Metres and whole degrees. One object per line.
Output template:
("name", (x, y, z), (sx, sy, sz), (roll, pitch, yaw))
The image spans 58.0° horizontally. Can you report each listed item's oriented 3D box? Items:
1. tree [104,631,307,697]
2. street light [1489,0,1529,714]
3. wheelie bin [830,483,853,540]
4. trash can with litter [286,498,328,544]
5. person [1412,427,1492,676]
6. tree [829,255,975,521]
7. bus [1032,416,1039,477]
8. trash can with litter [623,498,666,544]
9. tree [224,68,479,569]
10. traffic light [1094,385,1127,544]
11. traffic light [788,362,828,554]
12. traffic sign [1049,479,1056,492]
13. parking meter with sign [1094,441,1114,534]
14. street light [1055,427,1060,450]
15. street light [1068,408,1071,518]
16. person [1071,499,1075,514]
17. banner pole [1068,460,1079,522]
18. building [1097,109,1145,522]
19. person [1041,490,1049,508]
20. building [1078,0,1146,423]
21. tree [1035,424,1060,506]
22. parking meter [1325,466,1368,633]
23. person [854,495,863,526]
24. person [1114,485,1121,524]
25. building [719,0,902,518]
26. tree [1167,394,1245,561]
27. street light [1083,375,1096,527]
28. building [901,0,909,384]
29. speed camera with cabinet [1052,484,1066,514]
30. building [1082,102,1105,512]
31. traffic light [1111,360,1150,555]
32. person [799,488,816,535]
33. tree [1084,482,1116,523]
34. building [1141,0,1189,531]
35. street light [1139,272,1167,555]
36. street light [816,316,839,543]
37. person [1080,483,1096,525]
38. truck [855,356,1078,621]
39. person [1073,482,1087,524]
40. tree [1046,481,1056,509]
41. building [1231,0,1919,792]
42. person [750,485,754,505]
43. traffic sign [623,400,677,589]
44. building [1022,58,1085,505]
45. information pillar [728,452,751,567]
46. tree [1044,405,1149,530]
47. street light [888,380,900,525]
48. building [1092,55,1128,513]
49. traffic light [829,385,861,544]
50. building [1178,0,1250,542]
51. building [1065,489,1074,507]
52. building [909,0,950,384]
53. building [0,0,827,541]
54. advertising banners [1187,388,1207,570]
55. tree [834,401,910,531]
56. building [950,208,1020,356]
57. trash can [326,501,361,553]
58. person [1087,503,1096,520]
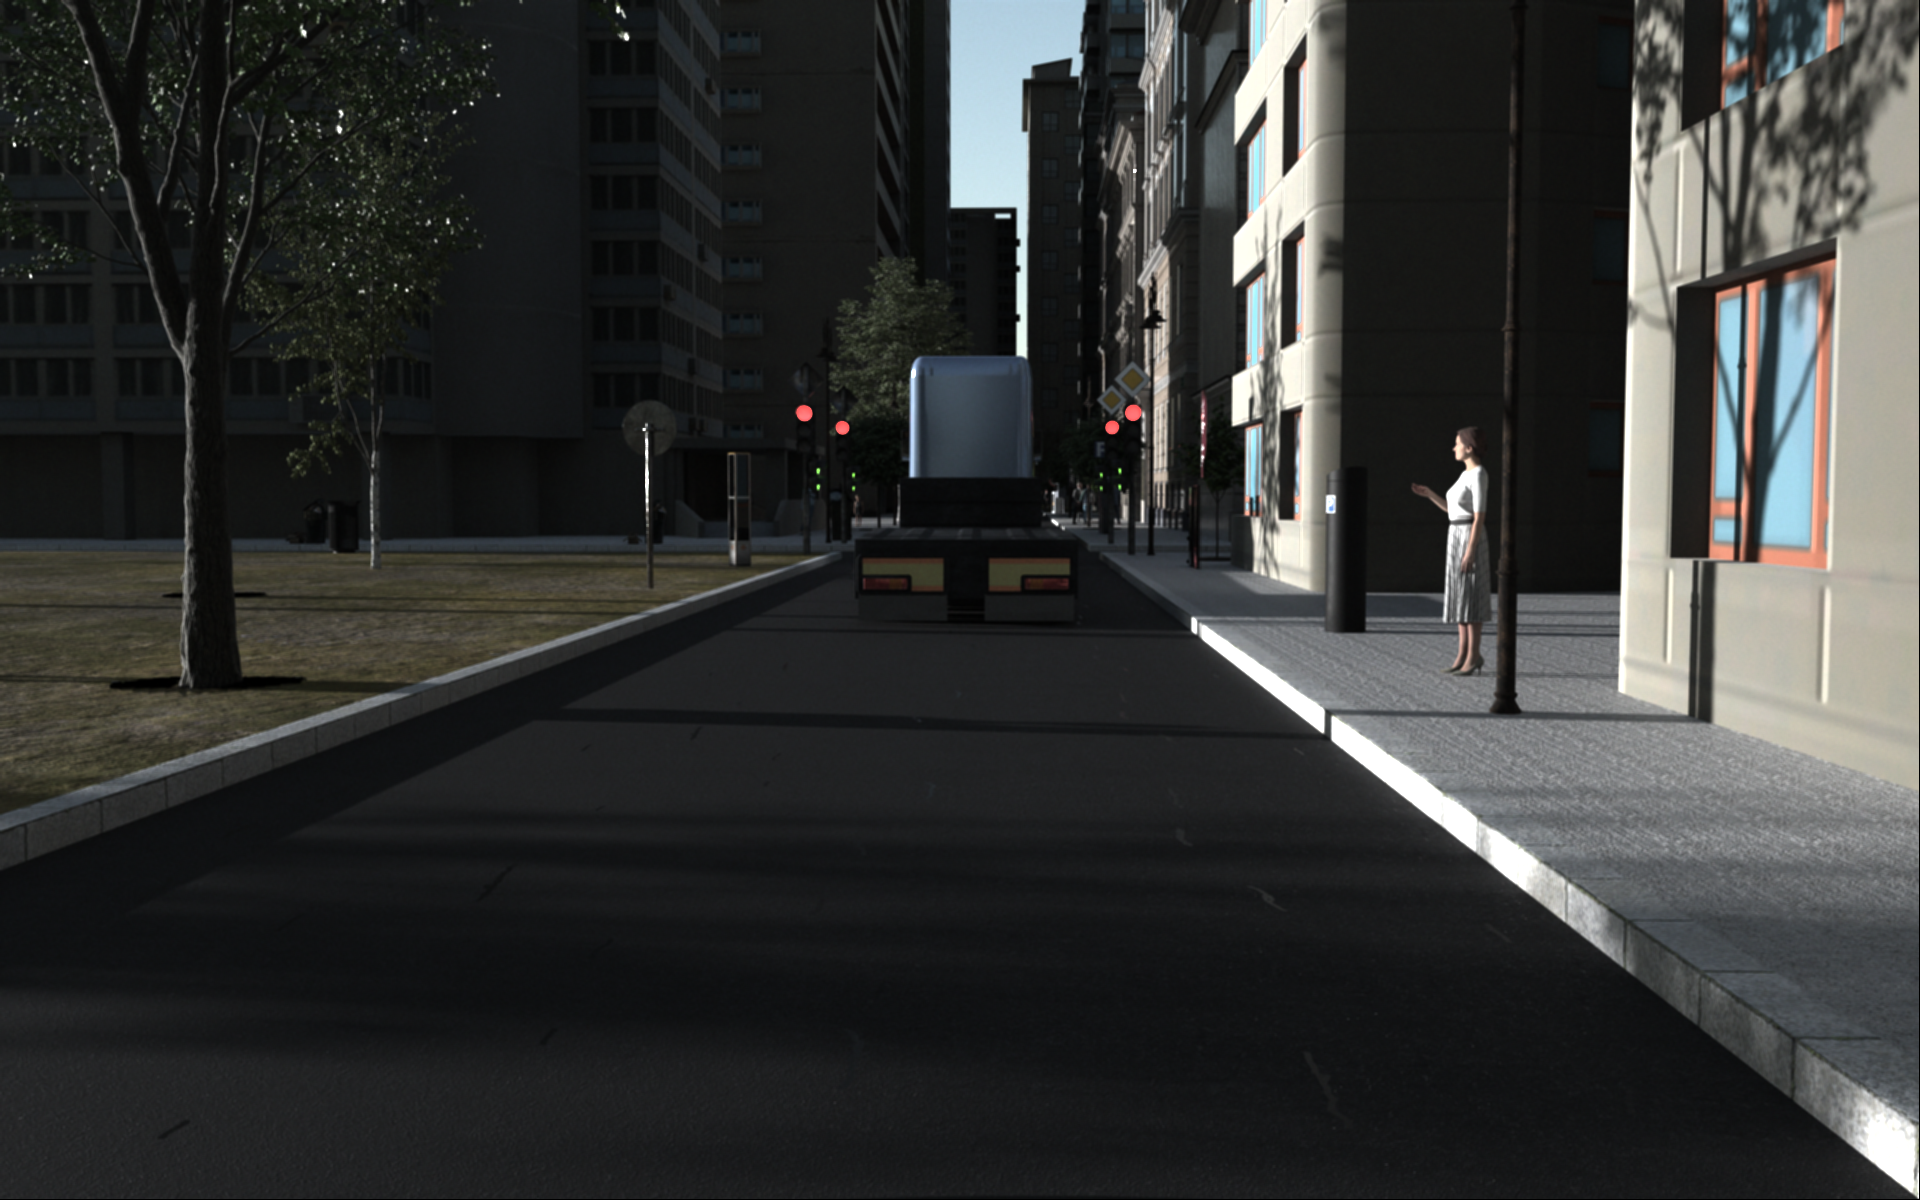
("tree", (-5.119, -5.220, 11.100), (9.928, 11.665, 9.643), (0, 3, 0))
("street light", (3.204, -2.276, 9.995), (0.468, 5.910, 1.993), (0, 4, 2))
("wheelie bin", (-3.309, -2.455, 48.052), (0.693, 1.594, 0.980), (0, 4, -5))
("trash can with litter", (-16.884, -2.038, 44.707), (1.055, 1.170, 0.624), (0, 4, 5))
("person", (3.517, -0.349, 12.315), (0.524, 1.755, 0.480), (0, 4, -1))
("tree", (-2.744, -10.095, 83.173), (7.486, 12.596, 7.792), (0, 3, 0))
("bus", (0.857, -3.563, 49.808), (2.896, 3.916, 12.252), (0, 4, 2))
("trash can with litter", (-8.091, -2.021, 44.431), (1.055, 1.170, 0.624), (-1, 4, -17))
("tree", (-10.259, -4.845, 29.586), (4.737, 8.622, 4.395), (0, 3, 0))
("traffic light", (3.874, -3.402, 44.548), (0.839, 4.253, 0.868), (0, 4, 2))
("traffic light", (-3.245, -2.927, 36.774), (0.839, 4.253, 0.868), (0, 4, 2))
("traffic sign", (6.435, -7.199, 117.814), (0.768, 2.556, 0.104), (0, 4, 3))
("parking meter with sign", (4.728, -3.668, 56.238), (0.543, 3.016, 1.738), (0, 4, -3))
("street light", (6.698, -8.938, 118.918), (0.468, 5.910, 1.993), (0, 4, 2))
("street light", (5.932, -7.376, 93.382), (0.468, 5.910, 1.993), (0, 4, 2))
("person", (7.184, -6.203, 108.293), (0.643, 1.720, 0.563), (-1, 4, -16))
("banner pole", (5.194, -5.414, 78.540), (0.863, 3.779, 0.401), (-3, 4, -37))
("building", (13.321, -15.459, 88.910), (11.583, 22.565, 21.152), (0, 4, 2))
("person", (7.883, -9.421, 160.874), (0.742, 1.727, 0.445), (0, 4, 6))
("building", (21.847, -32.585, 152.372), (23.786, 49.044, 30.456), (0, 4, 2))
("tree", (8.587, -14.045, 179.992), (4.737, 8.622, 4.395), (0, 3, 0))
("parking meter", (3.596, -0.472, 16.123), (0.372, 1.533, 0.369), (0, 3, 0))
("person", (-4.052, -3.584, 69.309), (0.362, 1.253, 0.373), (1, 4, 10))
("person", (6.520, -4.089, 73.083), (0.721, 1.800, 0.419), (-1, 4, -13))
("building", (-14.849, -29.370, 103.904), (21.300, 48.544, 21.600), (0, 4, 2))
("tree", (5.105, -2.378, 33.476), (1.663, 3.219, 1.824), (0, 3, 0))
("street light", (5.039, -5.796, 67.557), (0.468, 5.910, 1.993), (0, 4, 2))
("building", (-12.687, -43.520, 149.800), (20.563, 71.187, 20.611), (0, 4, 2))
("speed camera with cabinet", (6.555, -7.363, 114.718), (0.660, 3.252, 2.038), (0, 4, -8))
("building", (16.175, -21.968, 130.871), (14.160, 30.474, 14.107), (0, 4, 2))
("traffic light", (3.613, -2.914, 36.567), (0.839, 4.253, 0.868), (0, 4, 2))
("person", (-4.736, -2.903, 53.773), (0.793, 1.790, 0.793), (2, 4, 30))
("tree", (6.212, -5.042, 77.037), (1.663, 3.219, 1.824), (0, 3, 0))
("building", (14.157, -17.259, 68.089), (13.634, 28.700, 20.117), (0, 4, 2))
("street light", (4.009, -3.878, 36.190), (0.468, 5.910, 1.993), (0, 4, 2))
("street light", (-3.450, -4.433, 45.268), (0.468, 5.910, 1.993), (0, 4, 2))
("person", (5.294, -3.983, 71.505), (0.623, 1.781, 0.721), (-1, 4, -15))
("truck", (0.159, -2.340, 28.020), (2.967, 4.110, 18.799), (0, 4, 1))
("person", (5.104, -4.081, 73.164), (0.834, 1.777, 0.661), (3, 5, 41))
("tree", (8.428, -9.582, 151.265), (1.663, 3.219, 1.824), (0, 3, 0))
("building", (18.268, -10.454, 15.966), (27.650, 21.520, 28.899), (0, 4, 2))
("person", (-8.949, -4.107, 73.297), (0.767, 1.812, 0.694), (1, 4, 20))
("traffic sign", (-4.206, -1.428, 23.453), (0.768, 2.556, 0.104), (1, 4, 10))
("building", (21.579, -38.476, 218.314), (27.495, 52.752, 28.713), (0, 4, 2))
("information pillar", (-3.915, -1.606, 30.758), (0.304, 2.012, 0.304), (-2, 4, -32))
("tree", (5.266, -4.864, 63.235), (4.285, 4.588, 4.351), (0, 3, 0))
("street light", (-2.666, -5.986, 70.667), (0.468, 5.910, 1.993), (0, 4, 2))
("building", (15.436, -19.777, 109.261), (13.634, 28.700, 20.117), (0, 4, 2))
("traffic light", (-2.984, -3.415, 44.755), (0.839, 4.253, 0.868), (0, 4, 2))
("building", (16.464, -11.369, 50.505), (19.286, 19.102, 10.561), (0, 4, 2))
("building", (27.291, -29.896, 180.687), (32.217, 40.220, 23.993), (0, 4, 2))
("building", (-15.177, -39.196, 182.858), (28.212, 58.520, 21.231), (0, 4, 2))
("building", (-21.265, -22.388, 57.929), (32.217, 40.220, 23.993), (0, 4, 2))
("advertising banners", (4.070, -2.053, 29.759), (0.090, 3.025, 2.074), (0, 4, 1))
("tree", (-2.803, -4.754, 61.435), (4.285, 4.588, 4.351), (0, 3, 0))
("building", (-4.339, -32.400, 221.613), (23.993, 40.220, 32.217), (0, 4, 2))
("trash can", (-13.433, -1.596, 37.749), (0.748, 1.137, 0.748), (0, 3, 0))
("person", (6.397, -4.849, 85.675), (0.624, 1.780, 0.694), (-3, 4, -37))
